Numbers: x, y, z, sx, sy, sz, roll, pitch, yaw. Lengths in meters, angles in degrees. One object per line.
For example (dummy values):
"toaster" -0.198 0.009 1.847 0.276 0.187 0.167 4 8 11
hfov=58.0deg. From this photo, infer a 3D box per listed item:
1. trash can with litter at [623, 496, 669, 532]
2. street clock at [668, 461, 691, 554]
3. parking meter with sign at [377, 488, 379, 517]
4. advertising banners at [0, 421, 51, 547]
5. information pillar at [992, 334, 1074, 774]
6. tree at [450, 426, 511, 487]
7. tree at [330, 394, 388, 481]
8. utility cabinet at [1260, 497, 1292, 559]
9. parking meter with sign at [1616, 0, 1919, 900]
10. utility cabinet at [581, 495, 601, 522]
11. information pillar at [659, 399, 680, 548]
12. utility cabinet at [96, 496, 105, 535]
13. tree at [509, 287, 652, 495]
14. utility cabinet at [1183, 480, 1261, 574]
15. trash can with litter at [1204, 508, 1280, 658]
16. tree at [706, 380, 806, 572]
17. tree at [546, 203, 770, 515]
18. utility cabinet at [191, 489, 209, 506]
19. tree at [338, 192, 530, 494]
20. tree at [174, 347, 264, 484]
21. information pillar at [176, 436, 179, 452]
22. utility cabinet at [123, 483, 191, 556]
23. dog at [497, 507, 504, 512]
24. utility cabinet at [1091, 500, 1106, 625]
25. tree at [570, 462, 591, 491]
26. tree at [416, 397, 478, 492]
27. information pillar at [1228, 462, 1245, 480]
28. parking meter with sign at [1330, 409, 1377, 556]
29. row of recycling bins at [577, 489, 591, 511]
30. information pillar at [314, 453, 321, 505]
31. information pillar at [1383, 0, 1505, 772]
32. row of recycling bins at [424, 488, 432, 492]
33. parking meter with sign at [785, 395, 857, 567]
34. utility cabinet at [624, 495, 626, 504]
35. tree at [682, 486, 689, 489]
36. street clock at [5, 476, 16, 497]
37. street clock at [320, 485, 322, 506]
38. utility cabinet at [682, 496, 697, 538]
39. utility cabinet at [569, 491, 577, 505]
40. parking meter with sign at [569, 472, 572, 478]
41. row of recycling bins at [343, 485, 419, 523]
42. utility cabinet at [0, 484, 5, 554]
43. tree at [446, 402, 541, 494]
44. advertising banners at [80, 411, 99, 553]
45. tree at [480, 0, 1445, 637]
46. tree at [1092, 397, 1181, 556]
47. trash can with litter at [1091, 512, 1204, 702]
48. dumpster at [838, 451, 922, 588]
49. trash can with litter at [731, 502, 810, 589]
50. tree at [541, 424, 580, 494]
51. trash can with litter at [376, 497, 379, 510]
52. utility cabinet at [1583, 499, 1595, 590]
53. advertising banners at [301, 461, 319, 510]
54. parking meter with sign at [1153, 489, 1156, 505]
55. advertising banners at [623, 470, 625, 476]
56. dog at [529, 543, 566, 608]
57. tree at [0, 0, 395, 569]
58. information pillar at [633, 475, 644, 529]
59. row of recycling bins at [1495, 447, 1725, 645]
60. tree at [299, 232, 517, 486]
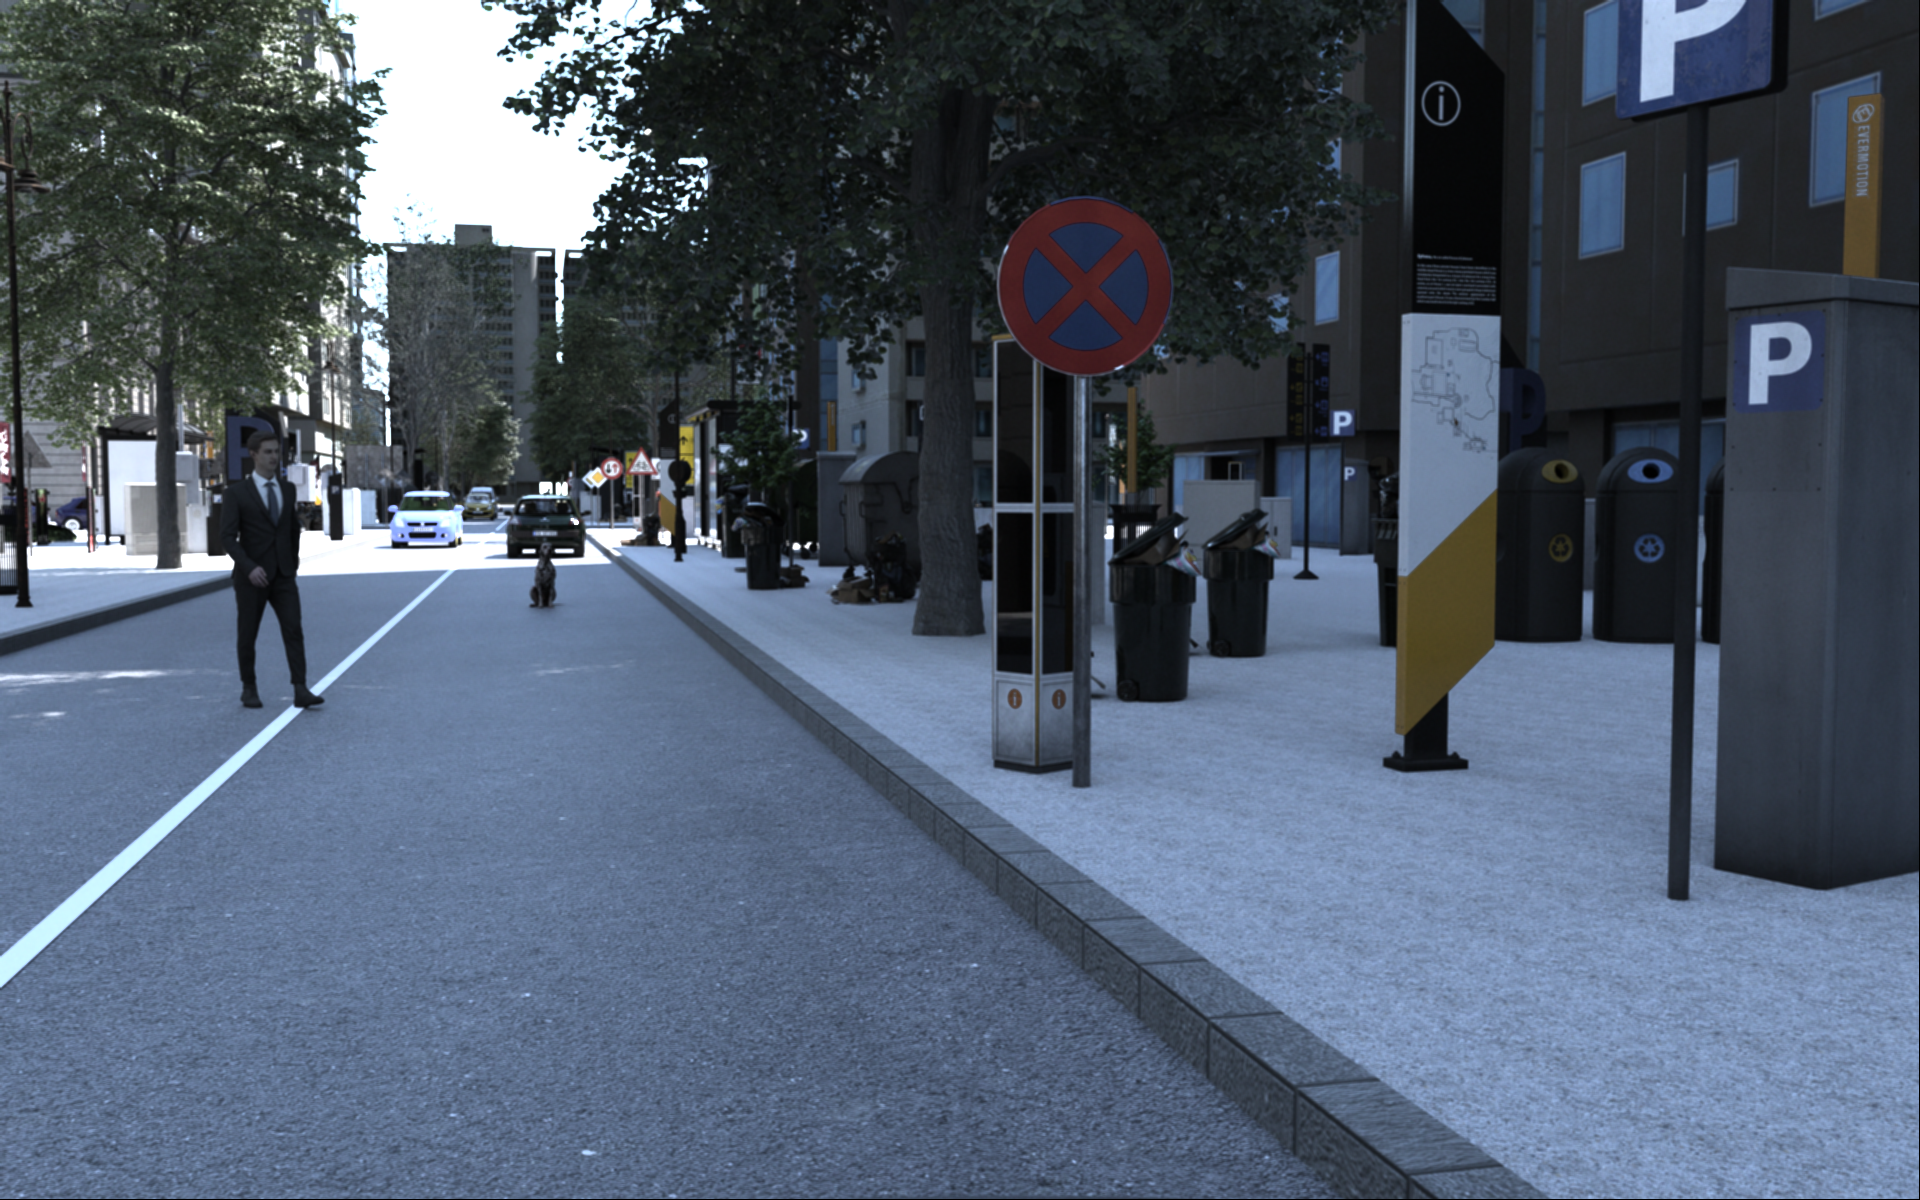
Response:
"trash can with litter" -10.080 -2.893 58.359 2.233 1.210 1.678 1 4 14
"street clock" -6.038 -2.006 37.371 0.471 2.002 0.358 2 4 33
"parking meter with sign" -32.917 -6.056 95.274 1.738 3.016 0.543 -1 4 -15
"advertising banners" -22.986 -2.834 42.516 0.090 3.025 2.074 0 4 3
"information pillar" 0.358 -0.218 8.058 0.304 2.012 0.304 -3 5 -43
"tree" -55.576 -16.205 199.367 8.767 10.594 7.601 1 4 12
"tree" -42.523 -10.534 122.587 4.360 8.622 3.978 0 3 0
"utility cabinet" 6.013 -1.408 34.190 1.020 1.237 0.306 0 4 -1
"parking meter with sign" 2.982 -0.586 5.834 1.738 3.016 0.543 -2 4 -32
"utility cabinet" -17.107 -4.230 80.326 1.020 1.237 0.306 2 4 34
"information pillar" -6.892 -3.051 41.244 0.504 3.616 0.183 0 4 4
"utility cabinet" -26.864 -2.625 54.076 1.020 1.237 0.306 3 5 40
"tree" -20.298 -10.775 94.305 7.486 12.596 7.792 0 3 0
"utility cabinet" 4.126 -1.139 27.303 1.173 1.500 0.318 2 4 28
"trash can with litter" 1.964 -0.141 13.696 1.055 1.170 0.624 0 4 1
"tree" -3.365 -2.083 28.654 1.663 3.219 1.824 0 3 0
"tree" -9.536 -7.380 55.084 7.601 10.594 8.767 -1 4 -15
"utility cabinet" -33.604 -4.178 76.988 1.173 1.500 0.318 -3 5 -41
"tree" -34.632 -15.641 111.623 12.611 20.169 13.585 0 3 0
"tree" -37.187 -8.348 86.846 4.737 8.622 4.395 0 3 0
"information pillar" -25.030 -3.896 55.060 0.183 3.616 0.504 2 4 29
"utility cabinet" -16.522 -1.647 35.604 0.318 1.500 1.173 3 4 37
"dog" -37.277 -7.337 140.150 0.748 0.427 0.550 -2 4 -25
"utility cabinet" 0.902 -0.355 16.965 1.020 1.237 0.306 -1 4 -18
"tree" -22.317 -6.596 102.442 1.663 3.219 1.824 0 3 0
"tree" -37.425 -10.716 125.575 4.360 8.622 3.978 0 3 0
"information pillar" 6.336 -2.154 39.702 0.304 2.012 0.304 2 4 26
"parking meter with sign" 8.362 -2.465 36.564 0.543 3.016 1.738 2 4 33
"row of recycling bins" -22.857 -6.269 109.614 1.069 1.692 3.534 2 4 29
"information pillar" -36.906 -6.614 99.497 0.183 3.616 0.504 1 4 12
"information pillar" 2.259 -1.020 8.026 0.504 3.616 0.183 -1 4 -16
"row of recycling bins" -34.815 -6.333 110.661 1.069 1.692 3.534 -3 5 -44
"parking meter with sign" -2.172 -2.107 30.711 1.738 3.016 0.543 0 4 -7
"utility cabinet" -20.372 -5.690 104.196 1.020 1.237 0.306 -3 5 -43
"tree" -18.569 -7.764 110.661 4.285 4.588 4.351 0 3 0
"street clock" -37.874 -3.953 69.203 0.358 2.002 0.471 1 4 22
"street clock" -51.131 -8.187 138.420 0.358 2.002 0.471 1 4 13
"utility cabinet" -7.706 -2.401 50.425 1.020 1.237 0.306 2 4 25
"utility cabinet" -28.317 -7.305 128.108 1.173 1.500 0.318 2 4 24
"parking meter with sign" -29.475 -8.450 134.412 0.543 3.016 1.738 2 4 35
"row of recycling bins" -25.569 -4.217 76.056 3.534 1.692 1.069 -1 4 -18
"utility cabinet" -20.872 -1.735 37.045 1.173 1.500 0.318 3 5 40
"tree" -50.427 -15.450 178.361 9.928 11.665 9.643 0 3 0
"advertising banners" -18.884 -2.529 37.541 0.090 3.025 2.074 -1 4 -20
"tree" 0.009 -6.659 15.529 9.857 13.997 8.962 0 3 0
"tree" 3.669 -2.444 34.562 1.663 3.219 1.824 0 3 0
"trash can with litter" 0.960 0.035 10.810 1.055 1.170 0.624 0 4 6
"dumpster" -0.934 -1.129 24.214 1.264 1.857 1.865 -1 4 -14
"trash can with litter" -2.561 -0.746 23.580 0.624 1.170 1.055 2 4 33
"tree" -43.826 -16.198 190.591 9.928 11.665 9.643 0 3 0
"trash can with litter" -34.797 -5.575 102.208 2.233 1.210 1.678 0 4 -6
"utility cabinet" 8.408 -0.743 23.308 1.020 1.237 0.306 -2 4 -35
"advertising banners" -34.525 -5.794 90.914 0.090 3.025 2.074 3 4 38
"parking meter with sign" 6.967 -3.880 59.700 0.543 3.016 1.738 2 4 23
"advertising banners" -24.581 -7.883 125.075 0.090 3.025 2.074 -3 4 -36
"dog" -5.217 -0.321 22.079 0.513 0.831 0.800 1 4 19
"tree" -13.186 -6.806 29.412 7.486 12.596 7.792 0 3 0
"information pillar" -11.678 -3.572 62.900 0.304 2.012 0.304 1 4 17
"row of recycling bins" 6.368 -0.484 15.030 3.534 1.692 1.069 1 4 14
"tree" -25.727 -10.439 81.052 12.009 13.543 11.850 0 3 0
